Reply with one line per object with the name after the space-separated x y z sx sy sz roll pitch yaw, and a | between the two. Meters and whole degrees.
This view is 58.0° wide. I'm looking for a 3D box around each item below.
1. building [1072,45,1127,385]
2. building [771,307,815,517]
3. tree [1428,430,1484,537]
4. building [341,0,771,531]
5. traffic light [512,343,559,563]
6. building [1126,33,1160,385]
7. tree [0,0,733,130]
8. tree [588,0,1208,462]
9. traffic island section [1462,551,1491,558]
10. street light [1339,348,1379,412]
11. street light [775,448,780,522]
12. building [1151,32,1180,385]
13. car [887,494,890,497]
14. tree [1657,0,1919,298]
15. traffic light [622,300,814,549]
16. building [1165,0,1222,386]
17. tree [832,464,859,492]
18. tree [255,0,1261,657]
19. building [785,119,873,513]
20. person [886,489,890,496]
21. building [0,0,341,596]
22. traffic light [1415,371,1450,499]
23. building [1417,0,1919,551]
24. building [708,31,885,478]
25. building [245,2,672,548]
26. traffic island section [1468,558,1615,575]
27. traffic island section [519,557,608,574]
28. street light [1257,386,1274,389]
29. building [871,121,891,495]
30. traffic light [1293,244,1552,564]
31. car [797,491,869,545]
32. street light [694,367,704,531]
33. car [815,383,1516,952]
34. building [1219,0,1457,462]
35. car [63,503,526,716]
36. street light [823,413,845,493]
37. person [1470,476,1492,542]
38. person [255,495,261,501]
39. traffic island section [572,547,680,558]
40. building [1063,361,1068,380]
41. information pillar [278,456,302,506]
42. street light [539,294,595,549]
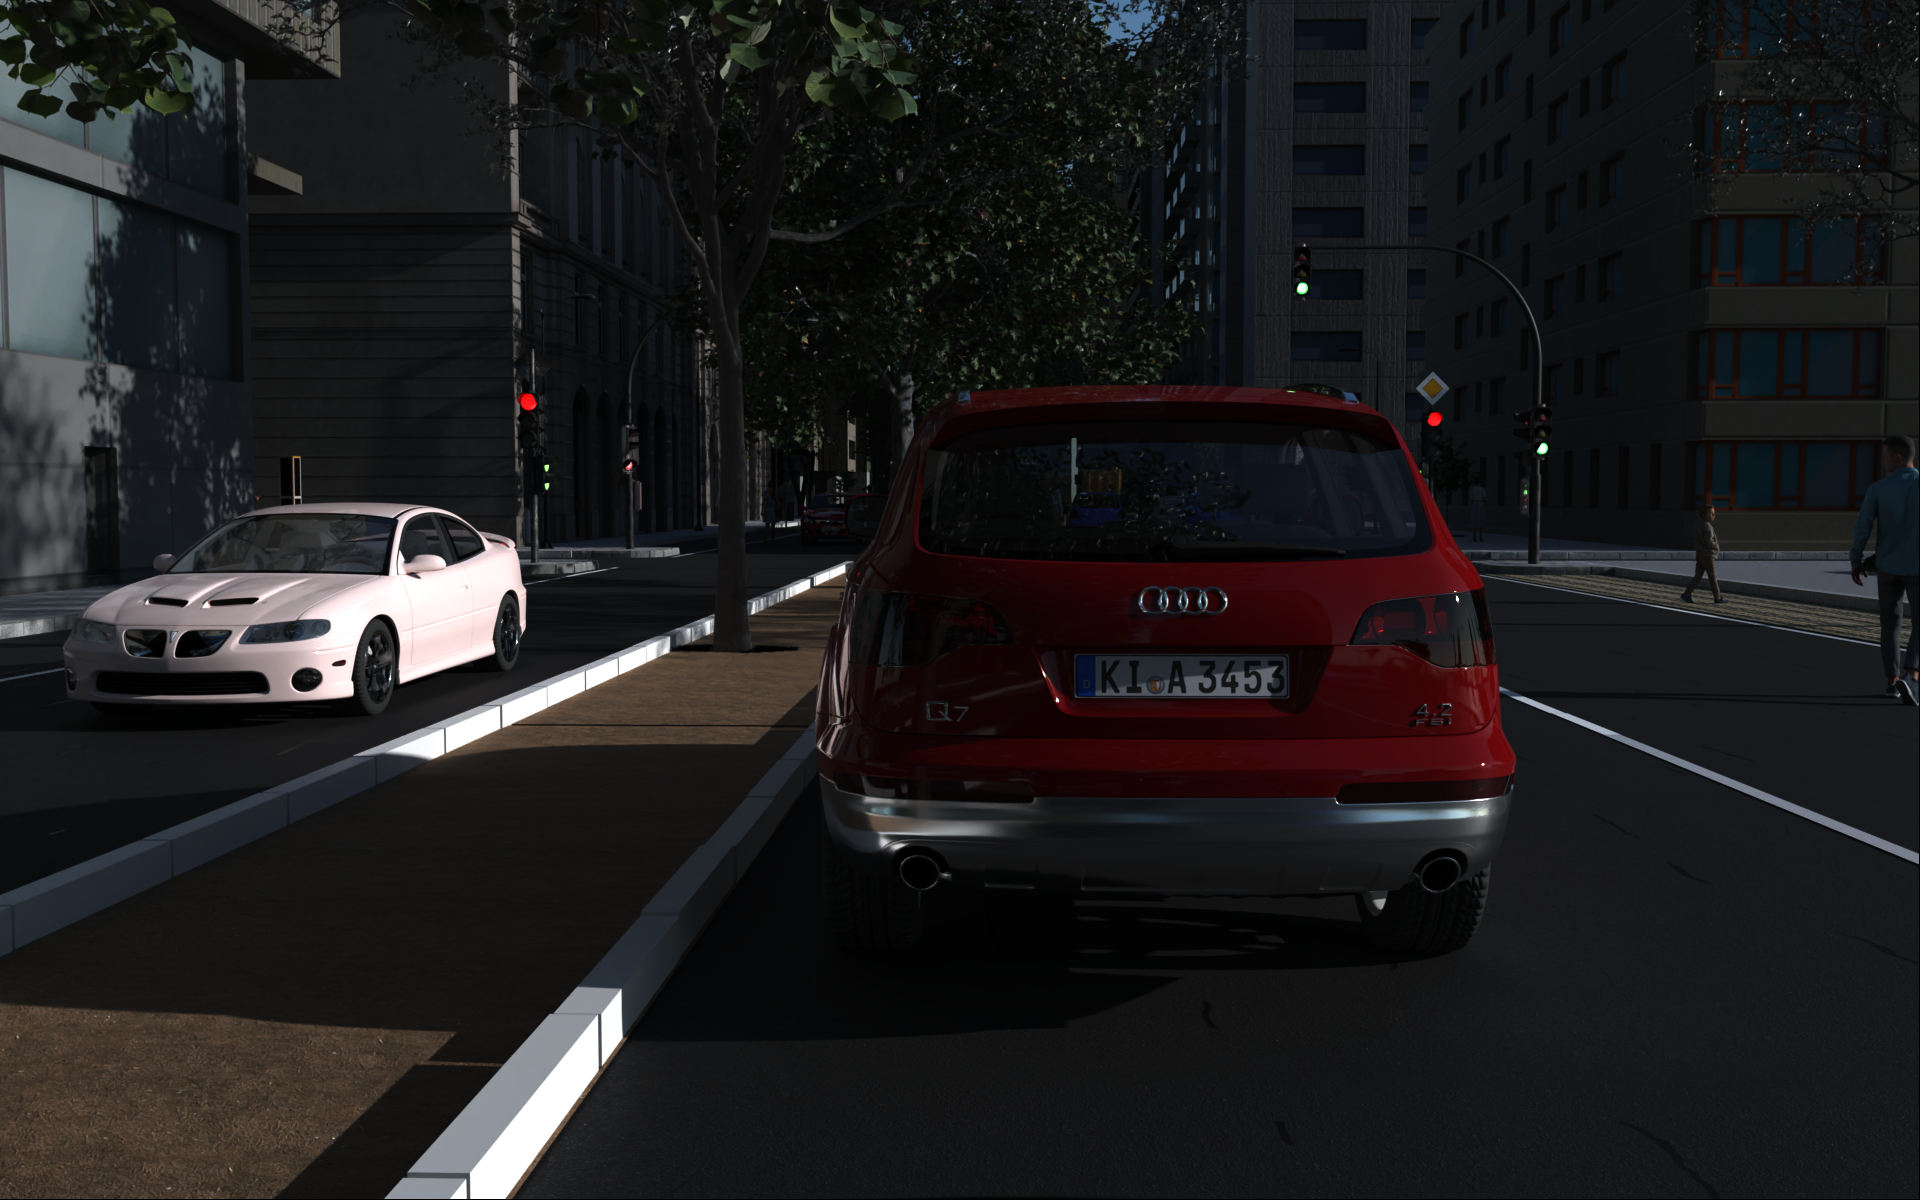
27.042 -38.051 211.379 27.495 52.752 28.713 0 4 2 | building
-16.766 -14.055 97.250 16.820 18.784 16.811 0 4 2 | building
14.643 -3.514 52.055 1.663 3.219 1.824 0 3 0 | tree
-15.889 -14.368 76.719 13.314 21.916 24.055 0 4 2 | building
-7.943 -2.654 32.307 0.839 4.253 0.868 0 4 2 | traffic light
28.548 -33.966 179.052 21.300 48.544 21.600 0 4 2 | building
-2.115 -5.664 1.723 9.857 13.997 8.962 0 3 0 | tree
-0.876 -6.521 26.080 9.611 12.733 9.660 0 3 0 | tree
10.813 -1.072 39.807 2.009 0.180 2.903 0 4 2 | traffic island section
12.726 -5.054 55.172 1.470 5.913 1.316 0 4 2 | street light
-7.913 -6.544 79.539 1.470 5.913 1.316 0 4 2 | street light
25.245 -31.244 160.943 14.600 45.320 14.200 0 4 2 | building
-2.171 -3.545 67.007 2.155 1.783 4.494 0 4 0 | car
12.579 -6.581 17.974 12.009 13.543 11.850 0 3 0 | tree
-5.585 -4.011 40.254 4.771 5.953 1.251 0 4 2 | traffic light
28.321 -31.732 138.429 23.786 49.044 30.456 0 4 2 | building
-7.479 -7.181 112.007 1.663 3.219 1.824 0 3 0 | tree
-2.044 -6.261 15.198 12.009 13.543 11.850 0 3 0 | tree
-13.842 -21.486 123.002 14.160 30.474 14.107 0 4 2 | building
-6.935 -9.973 169.120 0.705 1.822 1.348 2 4 26 | person
-24.384 -26.148 16.757 27.495 52.752 28.713 0 4 2 | building
10.773 -3.105 39.695 0.839 4.253 0.868 0 4 2 | traffic light
31.503 -12.632 51.580 28.899 21.520 27.650 0 4 2 | building
-17.941 -29.977 144.747 22.147 44.769 28.867 0 4 2 | building
-15.953 -12.855 51.972 13.314 21.916 24.055 0 4 2 | building
10.548 -0.584 31.827 2.009 0.180 2.903 0 4 2 | traffic island section
-7.983 -0.622 32.443 2.009 0.180 2.903 0 4 2 | traffic island section
13.469 -6.249 74.713 1.470 5.913 1.316 0 4 2 | street light
-16.099 -34.079 180.894 21.600 48.544 21.300 0 4 2 | building
8.415 -3.485 31.642 4.771 5.953 1.251 0 4 2 | traffic light
-3.581 -2.510 50.081 2.155 1.783 4.494 0 3 0 | car
-8.530 -5.349 59.993 1.470 5.913 1.316 0 4 2 | street light
0.617 0.104 6.977 2.281 1.827 5.304 0 4 1 | car
25.379 -33.960 97.247 21.231 58.520 28.212 0 4 2 | building
-4.621 -0.023 12.733 2.083 1.381 4.827 0 4 3 | car
-7.268 -7.740 99.083 1.470 5.913 1.316 0 4 2 | street light
13.927 -2.430 46.338 0.480 1.755 0.524 3 5 43 | person
-13.696 -1.625 32.973 0.532 1.782 0.716 2 4 25 | person
-7.718 -1.110 40.424 2.009 0.180 2.903 0 4 2 | traffic island section
-1.159 -22.485 212.669 28.899 21.520 27.650 0 4 2 | building
-12.967 -1.778 33.556 0.304 2.012 0.304 0 4 7 | information pillar
-9.176 -4.152 40.429 1.470 5.913 1.316 0 4 2 | street light
